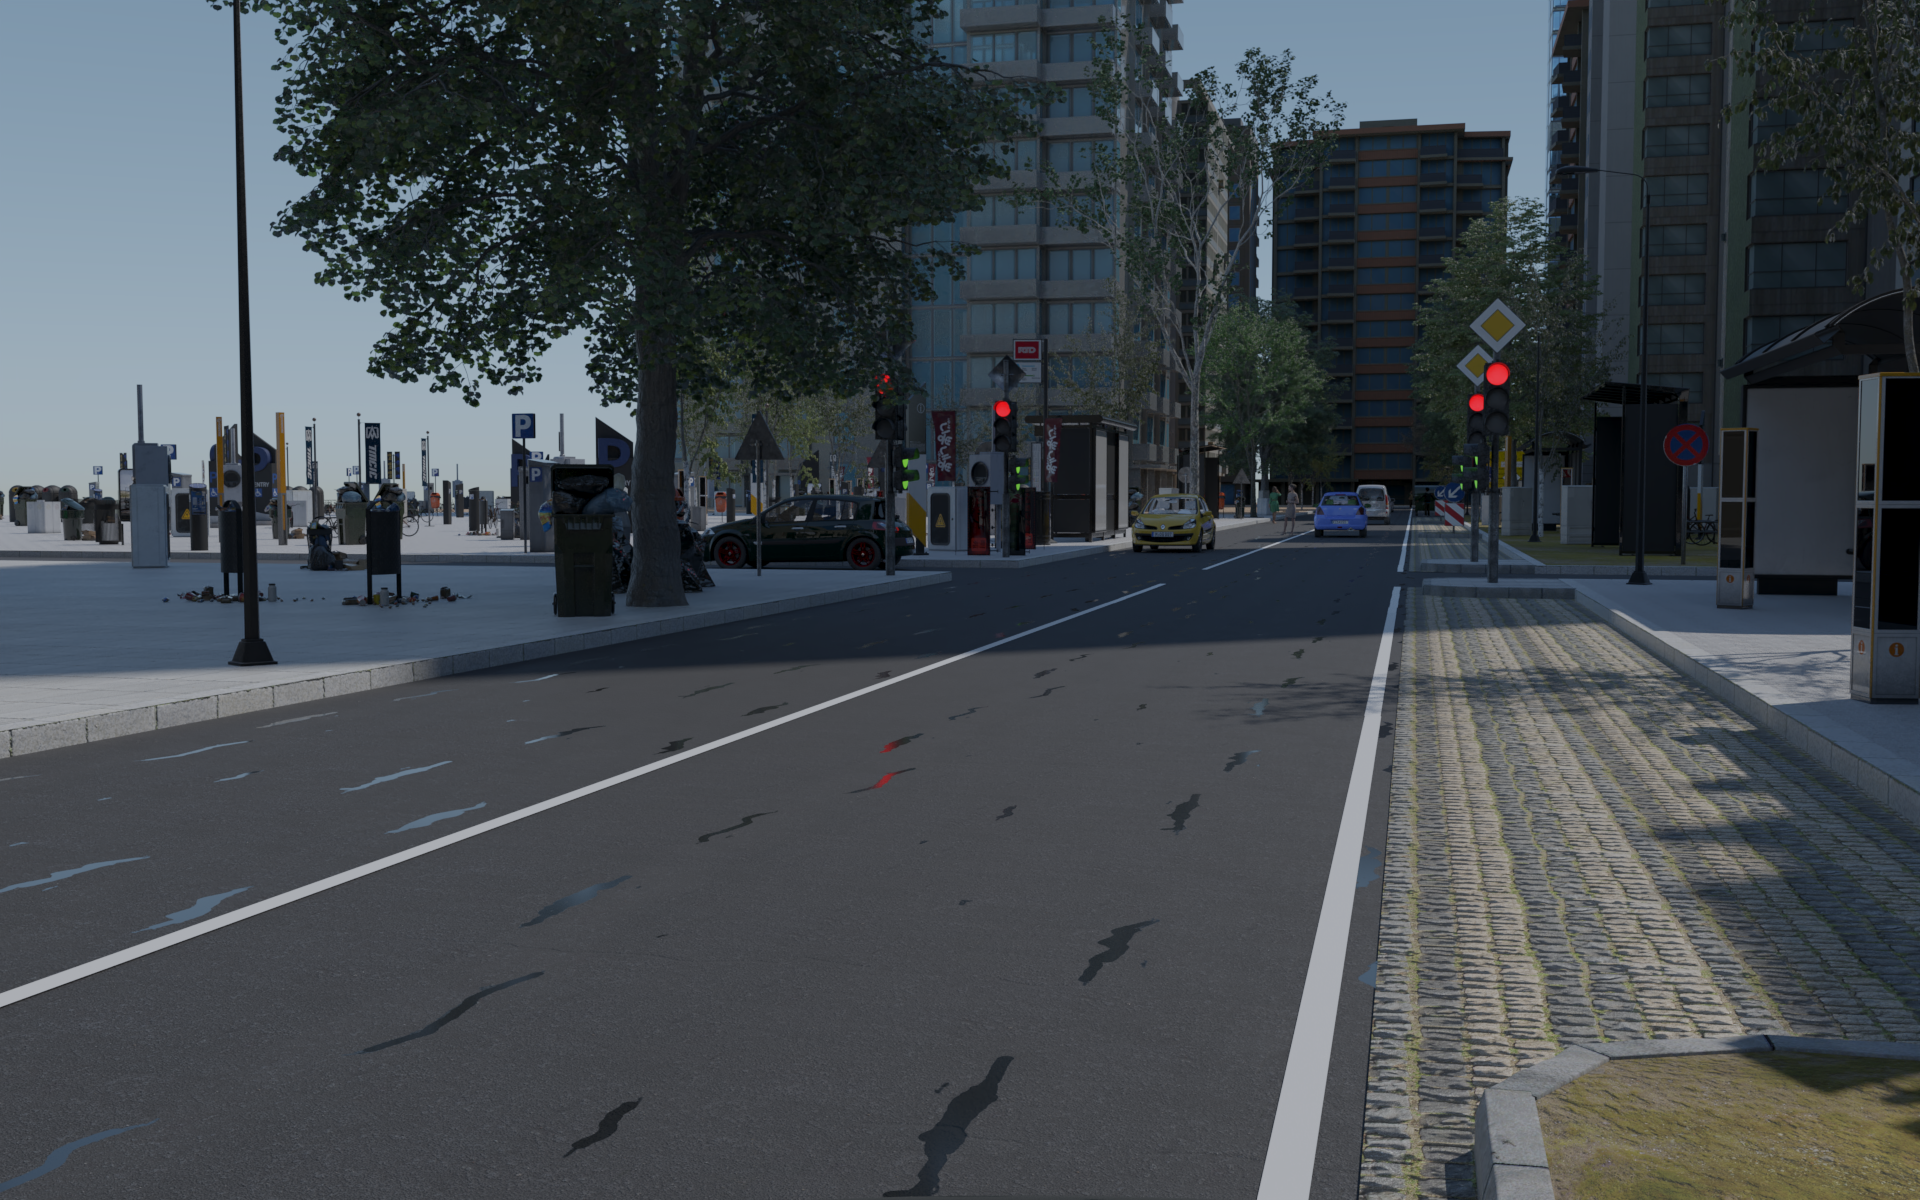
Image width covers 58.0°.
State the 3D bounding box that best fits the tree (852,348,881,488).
[{"bbox_3d":[-4.639,-7.151,67.274,4.360,8.622,3.978,0,3,0],"label":"tree"}]

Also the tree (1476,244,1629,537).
[{"bbox_3d":[17.636,-6.192,51.596,4.360,8.622,3.978,0,3,0],"label":"tree"}]

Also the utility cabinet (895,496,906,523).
[{"bbox_3d":[-1.592,-1.947,42.998,0.306,1.237,1.020,-1,4,-15],"label":"utility cabinet"}]

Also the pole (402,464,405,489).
[{"bbox_3d":[-37.401,-7.502,116.501,0.158,3.312,0.155,0,3,0],"label":"pole"}]

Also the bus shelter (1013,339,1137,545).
[{"bbox_3d":[3.087,-4.260,47.279,2.179,5.291,8.768,1,4,15],"label":"bus shelter"}]

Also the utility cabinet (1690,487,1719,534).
[{"bbox_3d":[23.727,-2.864,55.503,0.318,1.500,1.173,-3,4,-39],"label":"utility cabinet"}]

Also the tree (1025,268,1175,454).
[{"bbox_3d":[5.065,-6.498,56.602,4.360,8.622,3.978,0,3,0],"label":"tree"}]

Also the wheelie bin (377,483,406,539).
[{"bbox_3d":[-16.063,-2.506,48.883,0.693,1.594,0.980,1,4,18],"label":"wheelie bin"}]

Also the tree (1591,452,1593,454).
[{"bbox_3d":[29.508,-5.652,76.118,4.285,4.588,4.351,0,3,0],"label":"tree"}]

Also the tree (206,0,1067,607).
[{"bbox_3d":[-3.449,-6.911,19.653,9.857,13.997,8.962,0,3,0],"label":"tree"}]

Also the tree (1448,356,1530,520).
[{"bbox_3d":[26.293,-8.342,86.754,4.737,8.622,4.395,0,3,0],"label":"tree"}]

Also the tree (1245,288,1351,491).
[{"bbox_3d":[18.936,-12.227,106.566,9.857,13.997,8.962,0,3,0],"label":"tree"}]

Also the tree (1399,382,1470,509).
[{"bbox_3d":[50.768,-16.266,176.324,12.009,13.543,11.850,0,3,0],"label":"tree"}]

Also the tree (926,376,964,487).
[{"bbox_3d":[-0.169,-9.680,108.635,4.360,8.622,3.978,0,3,0],"label":"tree"}]

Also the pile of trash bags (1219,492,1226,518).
[{"bbox_3d":[13.202,-5.154,94.013,1.912,1.369,3.447,-2,4,-32],"label":"pile of trash bags"}]

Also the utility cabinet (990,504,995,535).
[{"bbox_3d":[1.018,-2.615,53.918,1.020,1.237,0.306,-1,4,-20],"label":"utility cabinet"}]

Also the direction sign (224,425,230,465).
[{"bbox_3d":[-24.258,-3.998,57.364,0.379,3.537,0.876,-2,4,-31],"label":"direction sign"}]

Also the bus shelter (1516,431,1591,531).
[{"bbox_3d":[19.736,-3.910,57.860,2.014,3.302,5.546,1,4,15],"label":"bus shelter"}]

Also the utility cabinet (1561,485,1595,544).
[{"bbox_3d":[15.870,-2.157,43.954,1.173,1.500,0.318,-1,4,-12],"label":"utility cabinet"}]

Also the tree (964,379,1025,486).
[{"bbox_3d":[3.038,-9.072,98.688,4.360,8.622,3.978,0,3,0],"label":"tree"}]

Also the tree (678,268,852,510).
[{"bbox_3d":[-6.213,-6.443,55.700,4.360,8.622,3.978,0,3,0],"label":"tree"}]

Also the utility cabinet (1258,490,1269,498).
[{"bbox_3d":[18.479,-5.917,105.424,0.318,1.500,1.173,2,4,28],"label":"utility cabinet"}]

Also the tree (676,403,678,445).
[{"bbox_3d":[-13.043,-8.251,85.261,4.360,8.622,3.978,0,3,0],"label":"tree"}]

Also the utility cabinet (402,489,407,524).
[{"bbox_3d":[-23.897,-3.947,73.212,0.318,1.500,1.173,1,4,22],"label":"utility cabinet"}]

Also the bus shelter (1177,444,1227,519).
[{"bbox_3d":[11.876,-5.727,84.912,1.731,3.624,6.357,1,4,15],"label":"bus shelter"}]

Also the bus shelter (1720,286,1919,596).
[{"bbox_3d":[10.068,-1.564,19.492,2.014,3.302,5.546,1,4,15],"label":"bus shelter"}]

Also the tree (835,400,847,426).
[{"bbox_3d":[-7.454,-7.848,78.673,4.737,8.622,4.395,0,3,0],"label":"tree"}]

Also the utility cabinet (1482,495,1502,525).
[{"bbox_3d":[21.972,-3.694,71.564,0.306,1.237,1.020,-1,4,-17],"label":"utility cabinet"}]

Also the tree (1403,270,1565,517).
[{"bbox_3d":[29.661,-11.657,97.254,9.857,13.997,8.962,0,3,0],"label":"tree"}]

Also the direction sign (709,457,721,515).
[{"bbox_3d":[-15.023,-6.981,106.129,0.379,3.537,0.876,3,5,45],"label":"direction sign"}]

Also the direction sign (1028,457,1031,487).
[{"bbox_3d":[4.371,-7.008,106.581,0.379,3.537,0.876,-1,4,-21],"label":"direction sign"}]

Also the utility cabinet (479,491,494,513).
[{"bbox_3d":[-30.229,-6.203,110.095,1.173,1.500,0.318,0,4,4],"label":"utility cabinet"}]

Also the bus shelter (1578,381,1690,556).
[{"bbox_3d":[14.990,-2.905,38.772,1.731,3.624,6.357,1,4,15],"label":"bus shelter"}]

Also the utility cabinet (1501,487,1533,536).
[{"bbox_3d":[17.078,-2.715,53.069,1.173,1.500,0.318,-3,4,-39],"label":"utility cabinet"}]

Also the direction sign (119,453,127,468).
[{"bbox_3d":[-45.794,-6.292,94.870,0.876,3.537,0.379,3,5,42],"label":"direction sign"}]

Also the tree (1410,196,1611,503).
[{"bbox_3d":[20.981,-9.099,66.890,7.486,12.596,7.792,0,3,0],"label":"tree"}]

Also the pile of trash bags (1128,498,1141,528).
[{"bbox_3d":[6.235,-3.527,67.415,1.912,1.369,3.447,0,4,7],"label":"pile of trash bags"}]

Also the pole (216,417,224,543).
[{"bbox_3d":[-19.511,-3.171,45.691,0.158,3.312,0.155,0,3,0],"label":"pole"}]

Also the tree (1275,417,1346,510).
[{"bbox_3d":[26.819,-11.380,136.430,4.737,8.622,4.395,0,3,0],"label":"tree"}]

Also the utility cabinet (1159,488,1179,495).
[{"bbox_3d":[7.664,-3.351,63.472,0.318,1.500,1.173,-1,4,-16],"label":"utility cabinet"}]

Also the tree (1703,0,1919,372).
[{"bbox_3d":[8.055,-3.903,14.173,4.360,8.622,3.978,0,3,0],"label":"tree"}]

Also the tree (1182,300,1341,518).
[{"bbox_3d":[15.819,-10.292,94.026,9.928,11.665,9.643,0,3,0],"label":"tree"}]

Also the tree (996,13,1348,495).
[{"bbox_3d":[8.152,-13.084,69.805,12.611,20.169,13.585,0,3,0],"label":"tree"}]

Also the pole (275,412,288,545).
[{"bbox_3d":[-16.928,-3.019,43.209,0.158,3.312,0.155,0,3,0],"label":"pole"}]

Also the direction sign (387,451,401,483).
[{"bbox_3d":[-30.075,-6.118,92.030,0.876,3.537,0.379,2,4,24],"label":"direction sign"}]

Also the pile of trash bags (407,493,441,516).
[{"bbox_3d":[-31.596,-5.515,99.917,3.447,1.369,1.912,0,4,7],"label":"pile of trash bags"}]

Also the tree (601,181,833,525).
[{"bbox_3d":[-5.936,-5.420,38.972,4.737,8.622,4.395,0,3,0],"label":"tree"}]

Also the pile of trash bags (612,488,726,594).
[{"bbox_3d":[-4.284,-0.865,23.896,1.912,1.369,3.447,0,4,1],"label":"pile of trash bags"}]

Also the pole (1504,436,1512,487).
[{"bbox_3d":[19.278,-4.105,60.965,0.158,3.312,0.155,0,3,0],"label":"pole"}]
